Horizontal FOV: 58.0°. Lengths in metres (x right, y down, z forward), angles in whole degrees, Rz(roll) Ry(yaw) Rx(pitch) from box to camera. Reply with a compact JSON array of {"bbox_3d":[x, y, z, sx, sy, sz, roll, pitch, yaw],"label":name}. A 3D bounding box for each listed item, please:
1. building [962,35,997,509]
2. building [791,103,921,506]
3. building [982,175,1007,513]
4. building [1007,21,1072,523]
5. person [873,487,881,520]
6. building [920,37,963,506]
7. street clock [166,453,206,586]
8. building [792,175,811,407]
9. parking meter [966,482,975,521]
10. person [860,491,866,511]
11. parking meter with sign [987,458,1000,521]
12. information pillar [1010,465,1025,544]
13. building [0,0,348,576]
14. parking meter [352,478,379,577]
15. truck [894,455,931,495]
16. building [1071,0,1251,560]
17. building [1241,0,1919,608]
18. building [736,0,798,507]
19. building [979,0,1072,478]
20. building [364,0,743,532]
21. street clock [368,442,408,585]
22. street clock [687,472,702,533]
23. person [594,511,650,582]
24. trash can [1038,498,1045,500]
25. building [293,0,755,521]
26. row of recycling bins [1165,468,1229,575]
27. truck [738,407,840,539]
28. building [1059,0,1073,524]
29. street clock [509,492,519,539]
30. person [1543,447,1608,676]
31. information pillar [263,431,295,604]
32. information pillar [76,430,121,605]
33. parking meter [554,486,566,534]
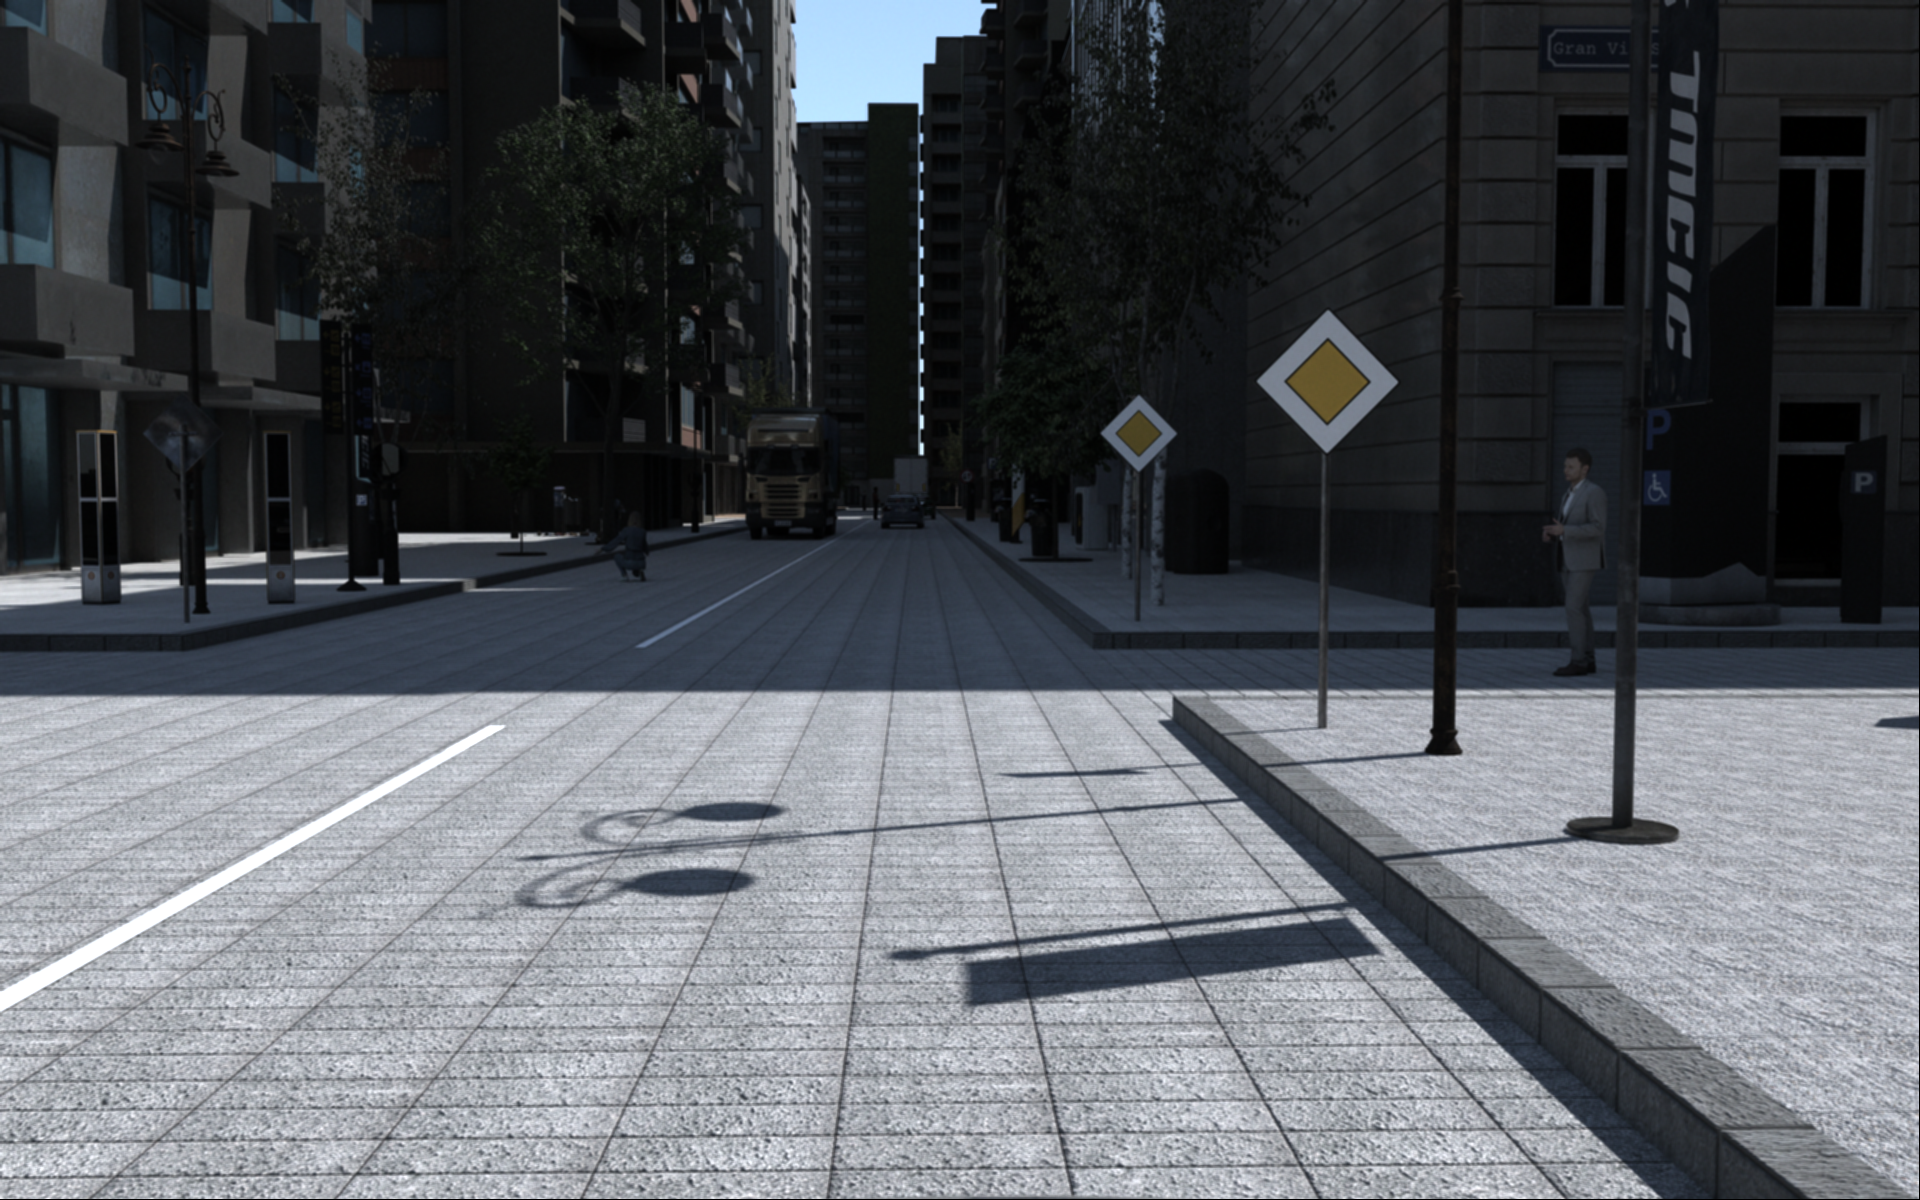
[{"bbox_3d":[7.130,-29.058,158.688,14.154,41.232,14.086,0,4,-1],"label":"building"},{"bbox_3d":[-11.236,-30.639,184.545,14.086,41.232,14.154,0,4,-1],"label":"building"},{"bbox_3d":[15.742,-16.135,108.838,27.650,21.520,28.899,0,4,-1],"label":"building"},{"bbox_3d":[8.845,-15.611,84.922,12.332,23.373,15.834,0,4,-1],"label":"building"},{"bbox_3d":[-4.651,-5.375,96.342,0.705,1.831,1.348,-1,4,-15],"label":"person"},{"bbox_3d":[6.517,-34.530,188.267,21.600,48.544,21.300,0,4,-1],"label":"building"},{"bbox_3d":[-10.801,-1.202,24.224,0.471,2.002,0.358,0,4,6],"label":"street clock"},{"bbox_3d":[-20.830,-23.685,158.958,14.107,30.474,14.160,0,4,-1],"label":"building"},{"bbox_3d":[0.516,-4.708,82.690,0.255,1.863,0.399,3,5,40],"label":"parking meter"},{"bbox_3d":[-8.439,-8.618,150.214,0.742,1.727,0.445,1,4,23],"label":"person"},{"bbox_3d":[1.632,-5.249,82.083,0.543,3.016,1.738,0,4,-5],"label":"parking meter with sign"},{"bbox_3d":[1.506,-3.275,44.905,0.183,3.616,0.504,-2,4,-31],"label":"information pillar"},{"bbox_3d":[-25.069,-25.238,32.243,23.786,49.044,30.456,0,4,-1],"label":"building"},{"bbox_3d":[-9.293,-1.140,27.055,0.372,1.533,0.369,0,3,0],"label":"parking meter"},{"bbox_3d":[-3.598,-8.630,130.015,2.839,4.237,11.283,0,4,-1],"label":"truck"},{"bbox_3d":[9.650,-13.748,42.809,12.078,24.808,19.932,0,4,-1],"label":"building"},{"bbox_3d":[17.277,-13.905,24.617,25.104,27.353,12.463,0,4,-1],"label":"building"},{"bbox_3d":[-26.952,-33.430,135.819,28.713,52.752,27.495,0,4,-1],"label":"building"},{"bbox_3d":[12.784,-29.499,136.934,22.147,44.769,28.867,0,4,-1],"label":"building"},{"bbox_3d":[-20.747,-25.410,70.081,22.147,44.769,28.867,0,4,-1],"label":"building"},{"bbox_3d":[-8.025,-1.213,24.395,0.471,2.002,0.358,0,4,-4],"label":"street clock"},{"bbox_3d":[-8.783,-3.231,57.402,0.471,2.002,0.358,2,4,32],"label":"street clock"},{"bbox_3d":[-5.491,-0.883,28.428,1.012,1.151,0.738,-2,4,-26],"label":"person"},{"bbox_3d":[3.140,-3.622,70.878,0.748,1.137,0.748,0,3,0],"label":"trash can"},{"bbox_3d":[-24.639,-29.775,106.437,23.786,49.044,30.456,0,4,-1],"label":"building"},{"bbox_3d":[3.940,-1.355,29.265,1.069,1.692,3.534,0,4,4],"label":"row of recycling bins"},{"bbox_3d":[-5.548,-4.247,58.360,2.839,4.237,11.283,0,4,-1],"label":"truck"},{"bbox_3d":[11.197,-16.951,64.546,14.401,28.519,23.554,0,4,-1],"label":"building"},{"bbox_3d":[-12.852,-2.775,49.933,0.358,2.002,0.471,-2,4,-28],"label":"street clock"},{"bbox_3d":[4.841,-0.311,13.788,0.583,1.804,0.606,-1,4,-11],"label":"person"},{"bbox_3d":[-7.972,-0.965,20.278,0.304,2.012,0.304,-1,4,-22],"label":"information pillar"},{"bbox_3d":[-10.004,-0.956,20.125,0.304,2.012,0.304,1,4,16],"label":"information pillar"},{"bbox_3d":[-12.830,-2.881,55.518,0.372,1.533,0.369,0,3,0],"label":"parking meter"}]
